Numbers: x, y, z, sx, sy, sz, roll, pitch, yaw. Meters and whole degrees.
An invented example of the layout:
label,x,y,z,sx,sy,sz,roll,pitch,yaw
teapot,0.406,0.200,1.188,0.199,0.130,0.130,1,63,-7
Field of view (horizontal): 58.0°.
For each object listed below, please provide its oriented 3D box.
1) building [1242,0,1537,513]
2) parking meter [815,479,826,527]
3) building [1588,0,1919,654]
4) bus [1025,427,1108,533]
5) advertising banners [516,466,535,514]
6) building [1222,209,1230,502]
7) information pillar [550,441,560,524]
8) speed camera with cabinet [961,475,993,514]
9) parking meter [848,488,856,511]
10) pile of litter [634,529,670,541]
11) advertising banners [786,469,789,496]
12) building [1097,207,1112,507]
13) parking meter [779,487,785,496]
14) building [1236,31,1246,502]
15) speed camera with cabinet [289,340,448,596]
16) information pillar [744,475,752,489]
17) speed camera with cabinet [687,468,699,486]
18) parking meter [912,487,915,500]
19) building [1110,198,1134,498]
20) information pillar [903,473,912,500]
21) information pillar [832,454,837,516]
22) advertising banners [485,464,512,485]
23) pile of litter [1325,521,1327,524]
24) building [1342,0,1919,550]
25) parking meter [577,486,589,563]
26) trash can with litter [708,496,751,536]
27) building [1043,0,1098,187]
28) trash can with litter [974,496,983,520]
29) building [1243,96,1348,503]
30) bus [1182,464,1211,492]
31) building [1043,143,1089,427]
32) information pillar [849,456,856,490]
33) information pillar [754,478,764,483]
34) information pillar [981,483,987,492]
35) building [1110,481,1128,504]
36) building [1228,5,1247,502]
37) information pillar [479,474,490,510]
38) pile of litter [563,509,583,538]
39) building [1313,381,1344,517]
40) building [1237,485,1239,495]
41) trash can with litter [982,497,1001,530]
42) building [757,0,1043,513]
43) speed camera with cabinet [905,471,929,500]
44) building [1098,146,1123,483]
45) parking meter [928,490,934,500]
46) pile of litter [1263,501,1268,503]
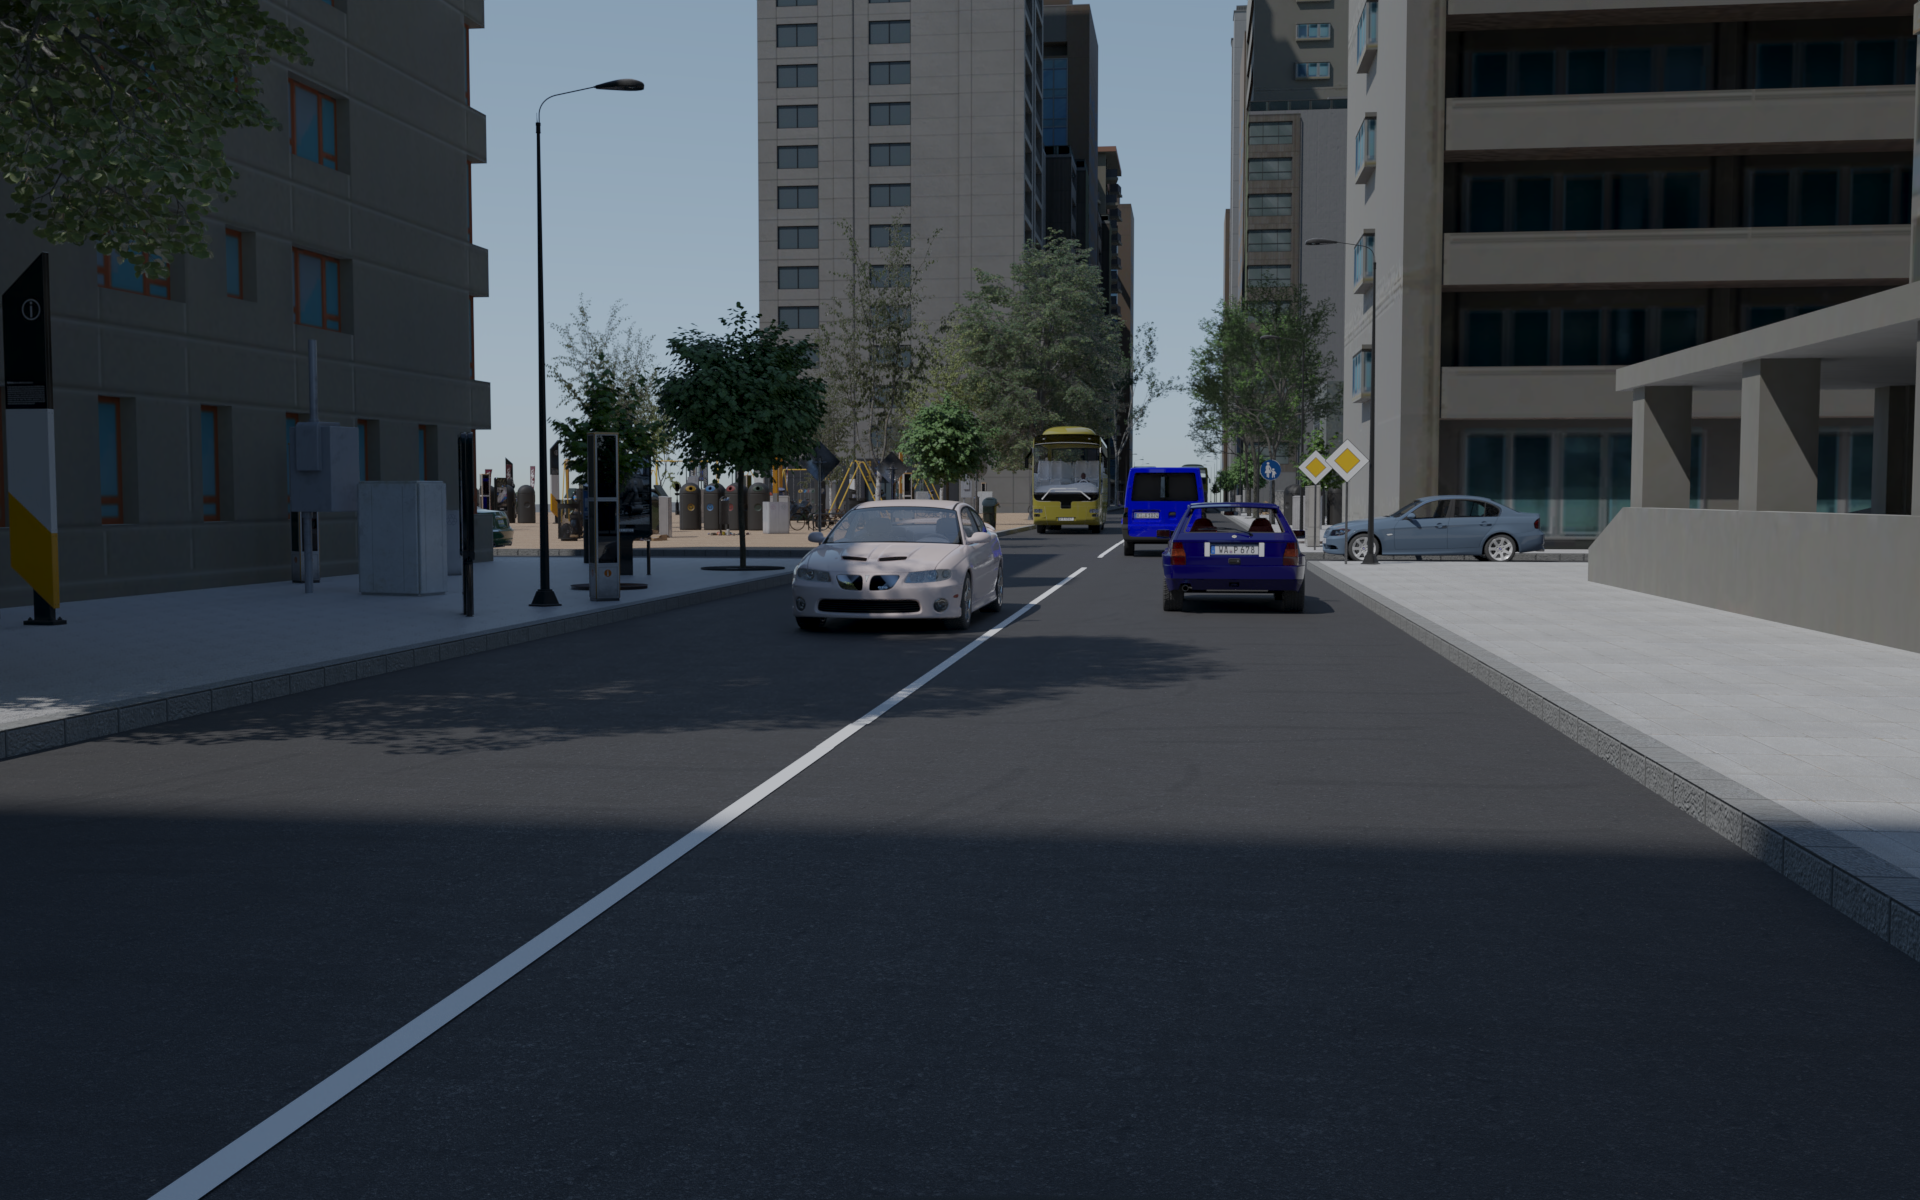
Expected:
label,x,y,z,sx,sy,sz,roll,pitch,yaw
building,35.140,-31.968,146.381,21.300,48.544,21.600,0,4,8
parking meter,-5.368,-3.728,66.659,0.255,1.863,0.399,3,4,36
building,24.317,-19.784,15.347,32.217,40.220,23.993,0,4,8
bus,4.323,-4.596,66.692,2.896,3.916,12.252,0,4,6
advertising banners,-27.093,-6.835,107.937,2.074,3.025,0.090,3,5,39
building,46.952,-37.477,262.858,14.600,45.320,14.200,0,4,8
information pillar,-17.453,-5.093,74.617,0.183,3.616,0.504,2,4,32
speed camera with cabinet,1.101,-7.218,112.356,2.038,3.252,0.660,0,4,-2
parking meter,-4.882,-4.280,78.381,0.372,1.533,0.369,0,3,0
pile of litter,-8.613,-2.078,47.936,1.176,0.858,1.719,0,4,5
advertising banners,-7.577,-4.893,76.195,0.090,3.025,2.074,0,4,-4
building,7.671,-24.499,172.255,14.160,30.474,14.107,0,4,8
parking meter,-6.874,-3.536,66.220,0.372,1.533,0.369,0,3,0
building,33.627,-31.474,164.704,14.600,45.320,14.200,0,4,8
speed camera with cabinet,-7.589,-1.704,22.204,2.038,3.252,0.660,1,4,21
information pillar,-8.187,-3.789,66.434,0.304,2.012,0.304,2,4,35
speed camera with cabinet,-13.552,-5.712,87.721,0.660,3.252,2.038,-1,4,-10
parking meter,-1.821,-3.303,62.423,0.372,1.533,0.369,0,3,0
building,18.890,-37.308,260.088,14.600,45.320,14.200,0,4,8
information pillar,-1.835,-3.414,60.305,0.304,2.012,0.304,0,4,-8
information pillar,-7.419,-6.780,102.213,0.183,3.616,0.504,1,4,15
advertising banners,-26.880,-6.425,101.236,0.090,3.025,2.074,2,4,27
pile of litter,16.342,-3.718,74.750,1.719,0.858,1.176,-1,4,-14
building,21.836,-25.906,47.267,21.600,48.544,21.300,0,4,8
parking meter,-6.806,-1.452,32.145,0.372,1.533,0.369,0,3,0
trash can with litter,-7.102,-2.641,54.237,1.678,1.210,2.233,1,4,20
building,5.231,-31.056,157.874,14.600,45.320,14.200,0,4,8
trash can with litter,0.861,-4.590,86.105,1.678,1.210,2.233,-1,4,-21
building,28.384,-21.905,129.852,14.160,30.474,14.107,0,4,8
bus,18.973,-9.165,141.395,2.896,3.916,12.252,1,4,8
building,3.264,-22.770,143.996,14.160,30.474,14.107,0,4,8
information pillar,-5.945,-6.400,95.991,0.183,3.616,0.504,-3,4,-38
information pillar,-8.365,-4.933,72.015,0.504,3.616,0.183,2,4,29
information pillar,1.573,-6.650,113.221,0.304,2.012,0.304,1,4,17
building,7.680,-33.639,241.885,32.217,40.220,23.993,0,4,8
building,43.422,-40.903,210.769,21.231,58.520,28.212,0,4,8
information pillar,-17.188,-3.559,62.681,0.304,2.012,0.304,-2,4,-31
pile of litter,-10.885,-2.213,50.147,1.176,0.858,1.719,3,5,44
building,31.262,-47.537,89.900,22.319,86.520,31.000,0,4,8
building,35.808,-30.287,178.780,14.154,41.232,14.086,0,4,8
trash can with litter,1.049,-3.043,61.138,0.624,1.170,1.055,1,4,11
building,-2.305,-42.065,126.013,20.563,71.187,20.611,0,4,8
speed camera with cabinet,-3.083,-7.472,116.506,2.038,3.252,0.660,-2,4,-27
building,8.636,-34.242,214.472,22.147,44.769,28.867,0,4,8
parking meter,-1.941,-6.553,115.559,0.372,1.533,0.369,0,3,0
pile of litter,18.912,-5.679,106.814,1.719,0.858,1.176,1,4,10
